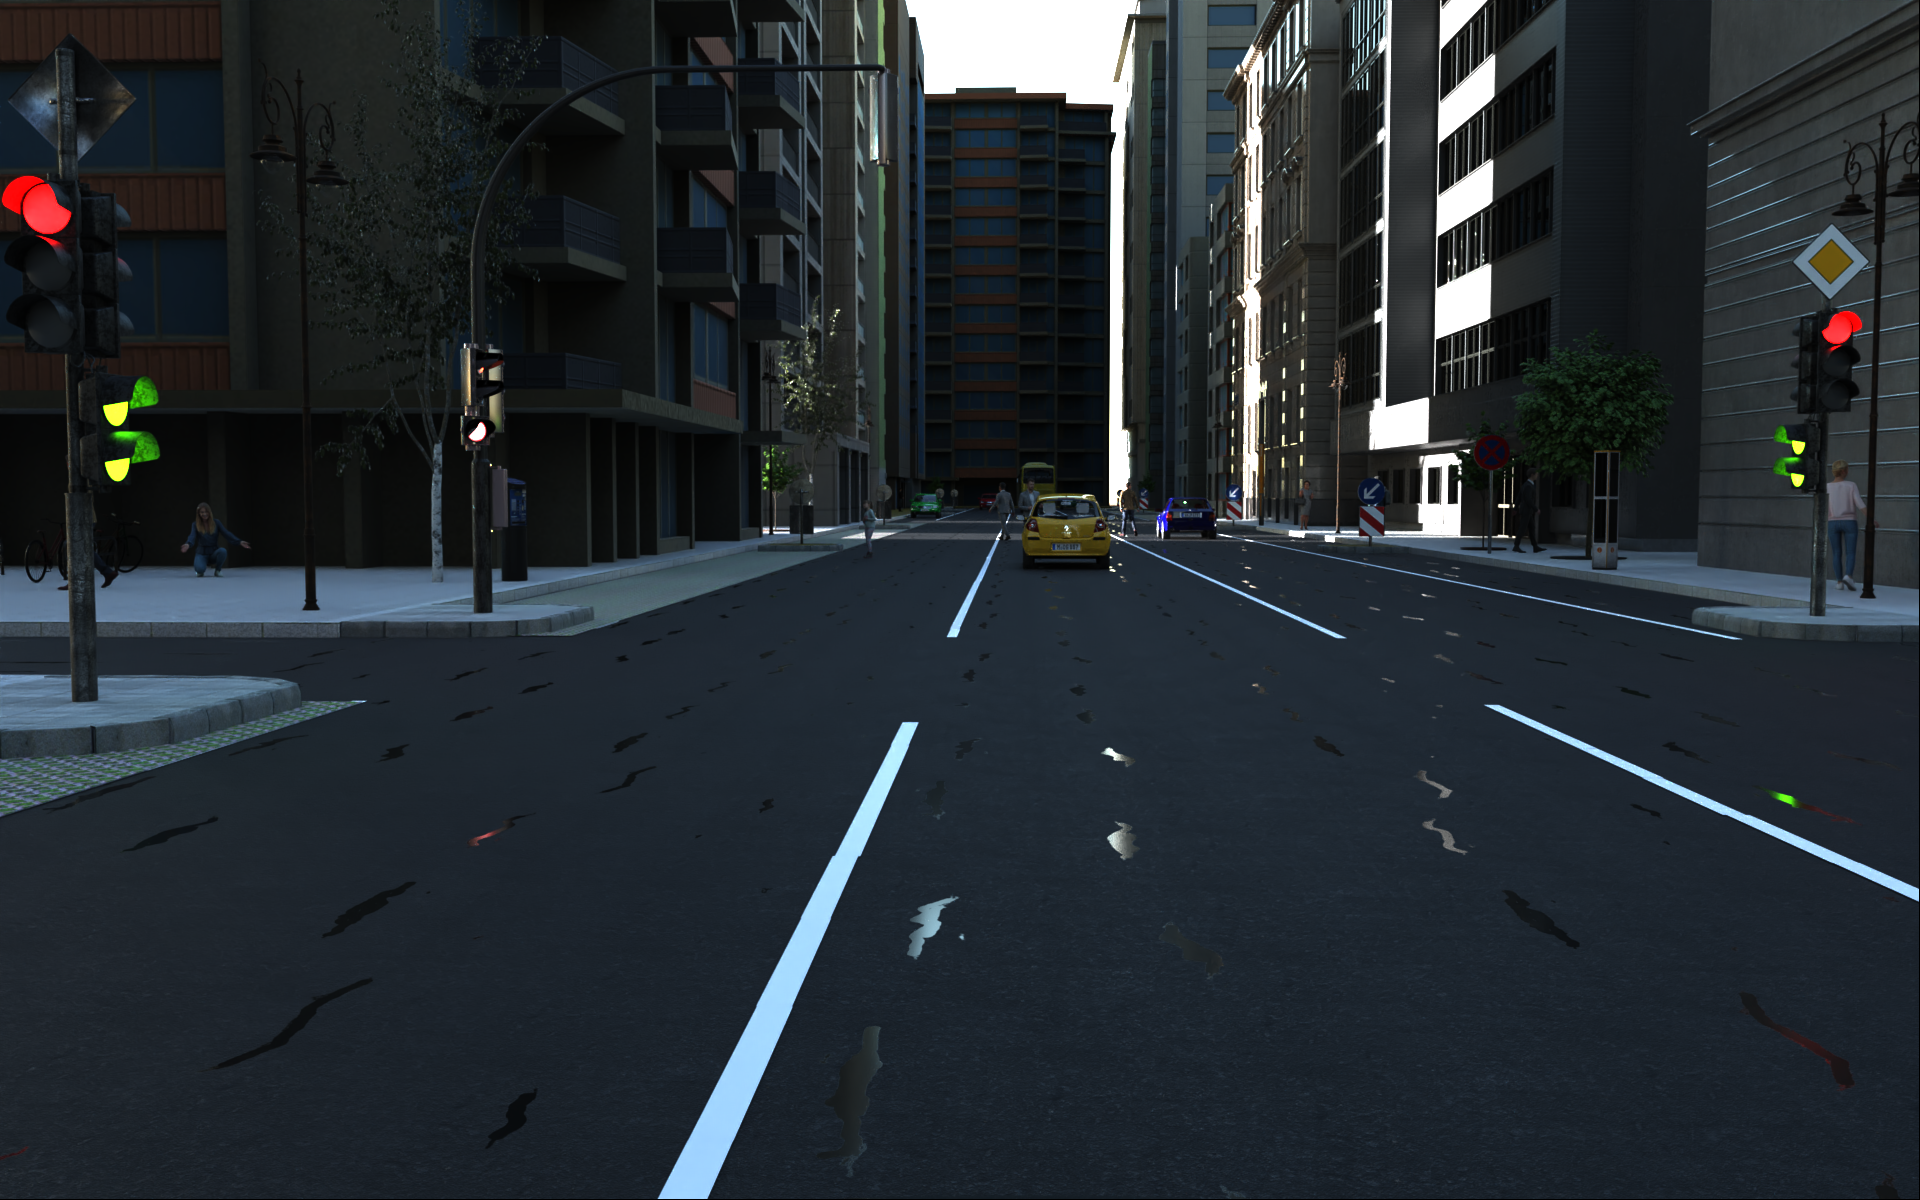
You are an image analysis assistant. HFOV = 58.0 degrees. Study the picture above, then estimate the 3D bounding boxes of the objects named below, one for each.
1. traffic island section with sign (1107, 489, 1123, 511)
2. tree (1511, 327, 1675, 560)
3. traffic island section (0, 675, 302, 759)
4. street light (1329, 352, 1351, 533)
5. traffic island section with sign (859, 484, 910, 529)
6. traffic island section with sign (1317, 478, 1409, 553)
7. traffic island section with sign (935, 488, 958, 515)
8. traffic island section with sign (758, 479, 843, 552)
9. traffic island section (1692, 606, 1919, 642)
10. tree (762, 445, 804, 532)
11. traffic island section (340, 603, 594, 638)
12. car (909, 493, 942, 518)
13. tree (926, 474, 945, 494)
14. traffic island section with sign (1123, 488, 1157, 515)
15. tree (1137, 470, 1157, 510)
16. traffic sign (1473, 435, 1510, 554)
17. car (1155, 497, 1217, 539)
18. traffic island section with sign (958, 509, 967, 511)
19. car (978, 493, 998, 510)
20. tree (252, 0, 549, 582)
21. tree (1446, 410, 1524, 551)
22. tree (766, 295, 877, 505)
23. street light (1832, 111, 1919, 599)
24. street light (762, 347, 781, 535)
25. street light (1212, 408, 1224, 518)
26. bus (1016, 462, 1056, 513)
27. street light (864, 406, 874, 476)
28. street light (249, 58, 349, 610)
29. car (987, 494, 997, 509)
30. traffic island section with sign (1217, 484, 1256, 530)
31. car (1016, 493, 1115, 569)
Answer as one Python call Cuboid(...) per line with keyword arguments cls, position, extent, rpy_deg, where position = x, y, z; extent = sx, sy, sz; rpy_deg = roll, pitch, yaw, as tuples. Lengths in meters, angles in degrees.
Cuboid(cls="traffic island section with sign", position=(13.499, -8.476, 147.204), extent=(1.989, 1.847, 2.006), rpy_deg=(0, 4, 2))
Cuboid(cls="tree", position=(12.419, -3.087, 34.183), extent=(4.285, 4.588, 4.351), rpy_deg=(0, 3, 0))
Cuboid(cls="traffic island section", position=(-5.451, 0.705, 10.760), extent=(2.009, 0.180, 2.903), rpy_deg=(0, 4, 2))
Cuboid(cls="street light", position=(12.362, -5.118, 56.464), extent=(0.468, 5.910, 1.993), rpy_deg=(0, 4, 2))
Cuboid(cls="traffic island section with sign", position=(-3.053, -3.797, 70.715), extent=(1.989, 1.847, 2.006), rpy_deg=(0, 4, 2))
Cuboid(cls="traffic island section with sign", position=(9.911, -2.092, 42.831), extent=(1.989, 1.847, 2.006), rpy_deg=(0, 4, 2))
Cuboid(cls="traffic island section with sign", position=(-1.346, -6.838, 120.428), extent=(1.989, 1.847, 2.006), rpy_deg=(0, 4, 2))
Cuboid(cls="traffic island section with sign", position=(-3.990, -2.150, 43.776), extent=(1.989, 1.847, 2.006), rpy_deg=(0, 4, 2))
Cuboid(cls="traffic island section", position=(9.056, 0.247, 18.247), extent=(2.009, 0.180, 2.903), rpy_deg=(0, 4, 2))
Cuboid(cls="tree", position=(-6.435, -3.985, 59.753), extent=(1.663, 3.219, 1.824), rpy_deg=(0, 3, 0))
Cuboid(cls="traffic island section", position=(-5.176, 0.217, 18.741), extent=(2.009, 0.180, 2.903), rpy_deg=(0, 4, 2))
Cuboid(cls="car", position=(-2.056, -5.875, 104.856), extent=(1.959, 1.807, 4.718), rpy_deg=(0, 4, 1))
Cuboid(cls="tree", position=(-2.393, -10.675, 169.145), extent=(1.663, 3.219, 1.824), rpy_deg=(0, 3, 0))
Cuboid(cls="traffic island section with sign", position=(12.559, -6.808, 119.942), extent=(1.989, 1.847, 2.006), rpy_deg=(0, 4, 2))
Cuboid(cls="tree", position=(15.338, -9.038, 142.369), extent=(1.663, 3.219, 1.824), rpy_deg=(0, 3, 0))
Cuboid(cls="traffic sign", position=(11.385, -2.267, 37.164), extent=(0.768, 2.556, 0.104), rpy_deg=(0, 4, 5))
Cuboid(cls="car", position=(7.339, -2.671, 56.254), extent=(1.945, 1.354, 3.894), rpy_deg=(0, 4, 3))
Cuboid(cls="traffic island section with sign", position=(-0.400, -8.527, 148.044), extent=(1.989, 1.847, 2.006), rpy_deg=(0, 4, 2))
Cuboid(cls="car", position=(2.686, -9.102, 157.852), extent=(2.155, 1.783, 4.494), rpy_deg=(0, 4, 2))
Cuboid(cls="tree", position=(-7.769, -4.574, 25.144), extent=(4.360, 8.622, 3.978), rpy_deg=(0, 3, 0))
Cuboid(cls="tree", position=(12.021, -2.768, 39.861), extent=(1.663, 3.219, 1.824), rpy_deg=(0, 3, 0))
Cuboid(cls="tree", position=(-5.474, -7.020, 65.141), extent=(4.360, 8.622, 3.978), rpy_deg=(0, 3, 0))
Cuboid(cls="street light", position=(11.189, -2.959, 21.166), extent=(0.468, 5.910, 1.993), rpy_deg=(0, 4, 2))
Cuboid(cls="street light", position=(-5.947, -4.991, 54.385), extent=(0.468, 5.910, 1.993), rpy_deg=(0, 4, 2))
Cuboid(cls="street light", position=(13.618, -7.269, 91.636), extent=(0.468, 5.910, 1.993), rpy_deg=(0, 4, 2))
Cuboid(cls="bus", position=(5.892, -8.694, 133.685), extent=(2.896, 3.916, 12.252), rpy_deg=(0, 4, 1))
Cuboid(cls="street light", position=(-4.682, -7.142, 89.556), extent=(0.468, 5.910, 1.993), rpy_deg=(0, 4, 2))
Cuboid(cls="street light", position=(-7.180, -2.826, 18.986), extent=(0.468, 5.910, 1.993), rpy_deg=(0, 4, 2))
Cuboid(cls="car", position=(3.586, -9.791, 169.115), extent=(2.155, 1.783, 4.494), rpy_deg=(0, 4, 3))
Cuboid(cls="traffic island section with sign", position=(10.832, -3.740, 69.771), extent=(1.989, 1.847, 2.006), rpy_deg=(0, 4, 2))
Cuboid(cls="car", position=(2.114, -1.490, 34.593), extent=(2.015, 1.641, 3.980), rpy_deg=(0, 4, 3))
